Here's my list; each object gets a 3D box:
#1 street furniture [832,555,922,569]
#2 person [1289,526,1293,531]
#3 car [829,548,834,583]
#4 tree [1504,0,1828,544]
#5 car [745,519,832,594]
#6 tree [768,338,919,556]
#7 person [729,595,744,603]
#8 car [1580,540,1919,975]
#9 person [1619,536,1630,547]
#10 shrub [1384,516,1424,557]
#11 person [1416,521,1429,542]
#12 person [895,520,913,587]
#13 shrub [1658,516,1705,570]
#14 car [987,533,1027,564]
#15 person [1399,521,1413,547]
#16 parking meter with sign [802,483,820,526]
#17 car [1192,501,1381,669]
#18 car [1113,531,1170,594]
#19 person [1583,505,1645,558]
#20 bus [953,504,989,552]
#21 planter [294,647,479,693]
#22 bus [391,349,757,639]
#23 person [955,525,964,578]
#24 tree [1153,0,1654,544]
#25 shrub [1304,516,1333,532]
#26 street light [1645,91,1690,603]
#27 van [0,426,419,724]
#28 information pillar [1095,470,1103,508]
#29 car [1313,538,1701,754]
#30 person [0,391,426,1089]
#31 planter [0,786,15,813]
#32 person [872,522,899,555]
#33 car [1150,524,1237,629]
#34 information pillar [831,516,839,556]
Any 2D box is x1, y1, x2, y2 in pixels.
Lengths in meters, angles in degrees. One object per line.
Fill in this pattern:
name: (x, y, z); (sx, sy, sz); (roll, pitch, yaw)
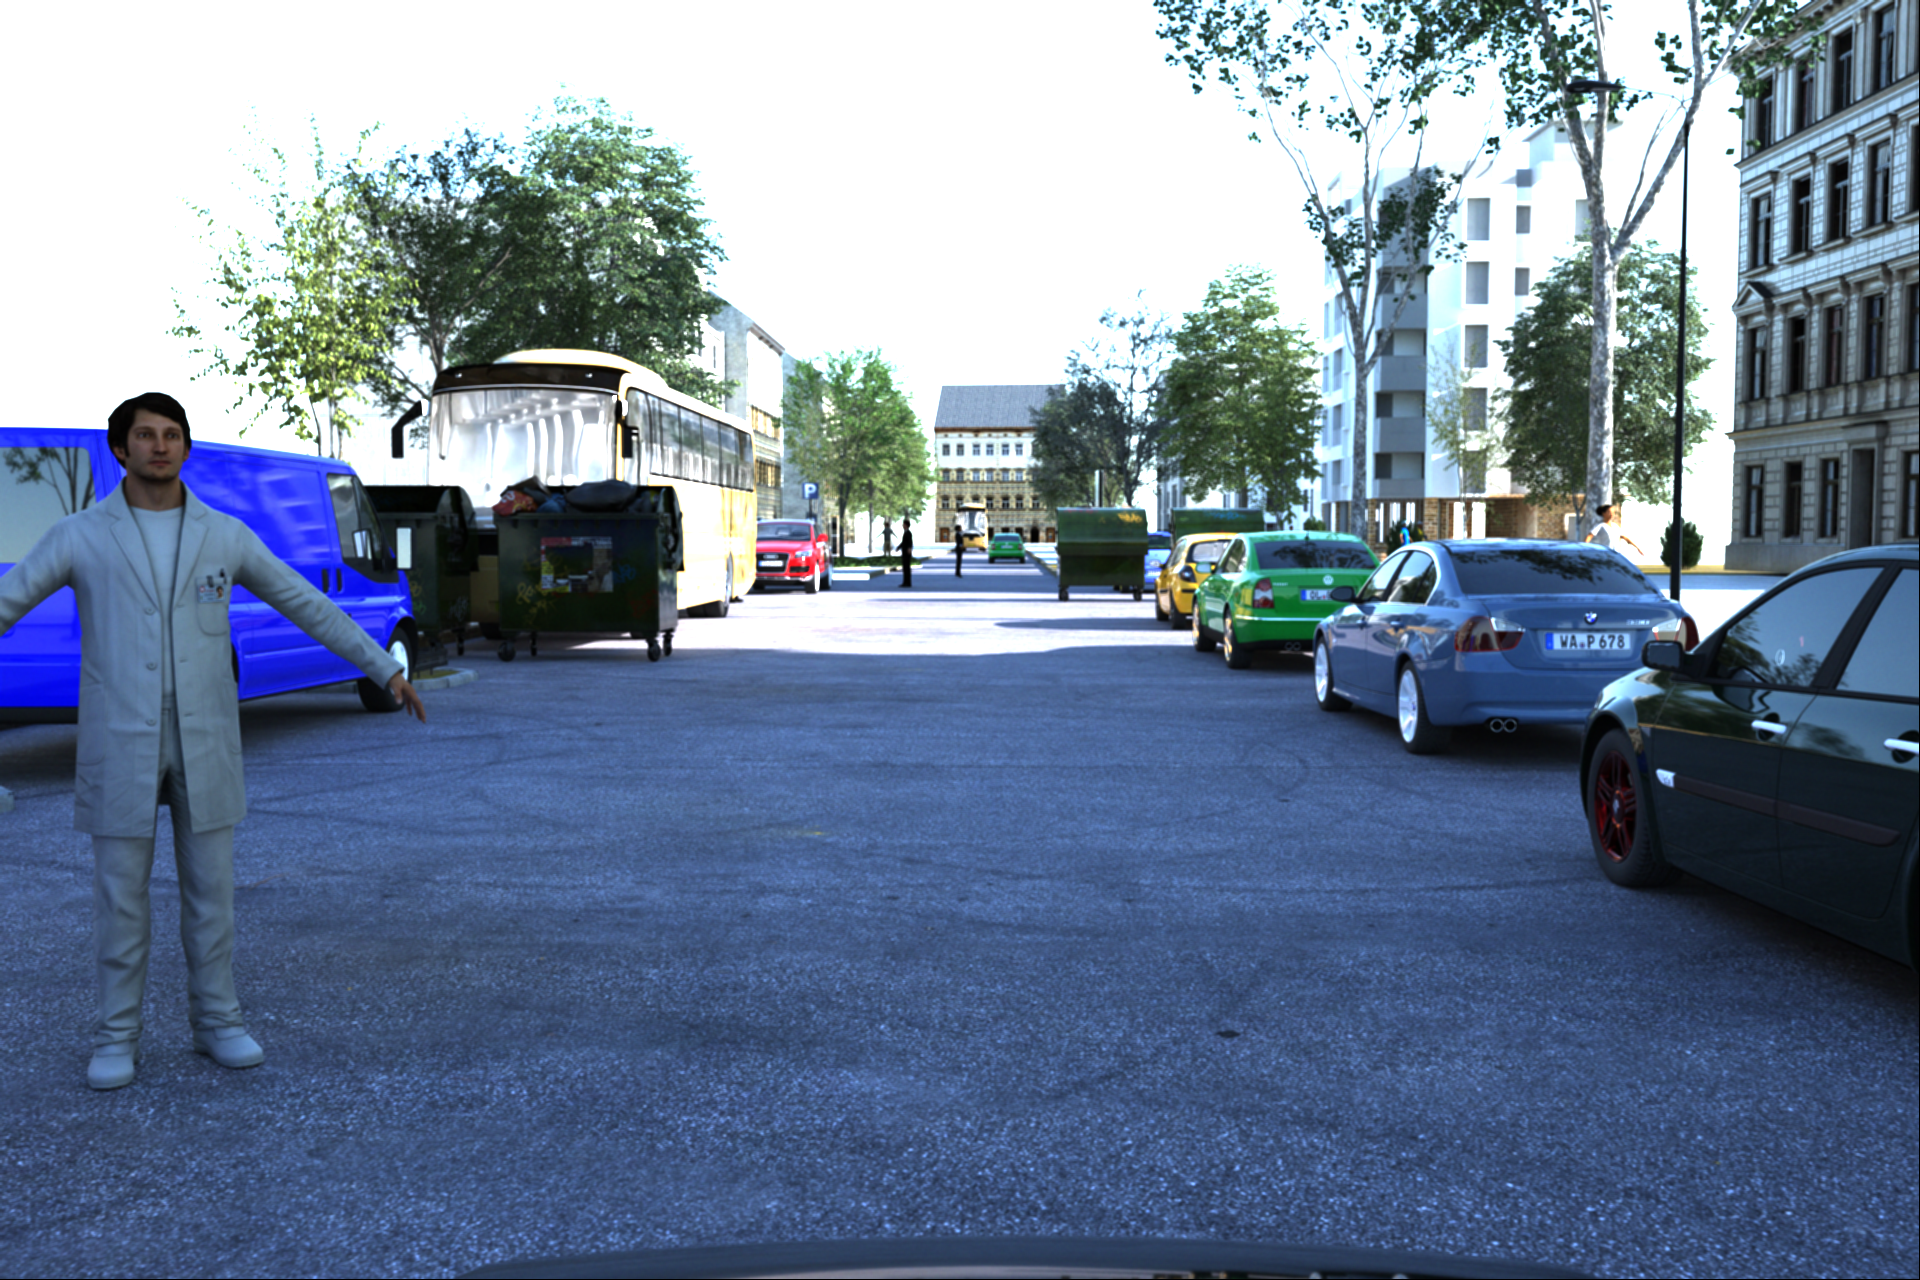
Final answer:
street furniture: (-6.631, -3.130, 66.809); (10.072, 0.657, 5.734); (0, 4, 6)
person: (18.084, -5.357, 94.300); (1.216, 1.740, 0.721); (-1, 4, -17)
car: (-4.645, -2.315, 49.859); (2.014, 1.417, 4.499); (0, 4, 1)
tree: (11.086, -10.394, 25.829); (12.611, 20.169, 13.585); (0, 3, 0)
car: (-4.380, -2.113, 43.223); (2.281, 1.827, 5.304); (0, 4, 1)
tree: (-6.072, -10.091, 90.747); (9.928, 11.665, 9.643); (0, 3, 0)
person: (-4.730, -1.710, 36.197); (0.705, 1.856, 1.354); (1, 4, 17)
car: (3.507, 0.242, 5.831); (2.009, 1.686, 4.222); (0, 4, 0)
person: (18.604, -2.675, 49.910); (1.345, 1.807, 0.704); (1, 4, 17)
shrub: (18.333, -4.103, 71.500); (1.690, 2.028, 1.600); (0, 3, 0)
person: (20.029, -4.245, 75.379); (0.705, 1.833, 1.349); (3, 5, 42)
person: (-1.473, -2.335, 46.821); (0.705, 1.806, 1.347); (-1, 4, -18)
shrub: (25.996, -3.548, 62.435); (1.690, 2.028, 1.600); (0, 3, 0)
car: (2.322, -4.690, 85.480); (1.959, 1.807, 4.718); (0, 4, 2)
person: (17.676, -3.833, 68.790); (0.704, 1.817, 1.347); (2, 4, 31)
parking meter with sign: (-5.081, -3.900, 60.019); (0.543, 3.016, 1.738); (0, 4, 2)
car: (3.738, -0.670, 19.757); (1.959, 1.807, 4.718); (0, 4, 0)
car: (4.718, -2.045, 43.026); (1.945, 1.707, 3.694); (0, 4, 1)
person: (10.046, -1.221, 26.729); (1.217, 1.739, 0.721); (-1, 4, -20)
bus: (1.007, -9.313, 143.820); (2.896, 3.916, 12.252); (0, 4, 1)
planter: (-5.741, 0.280, 16.569); (1.991, 0.319, 1.994); (0, 4, 2)
bus: (-5.251, -2.158, 26.836); (2.896, 3.916, 12.252); (0, 4, 1)
person: (0.041, -2.931, 57.104); (0.721, 1.740, 1.216); (0, 4, -1)
tree: (11.834, -11.538, 44.530); (12.611, 20.169, 13.585); (0, 3, 0)
shrub: (13.496, -3.776, 66.154); (1.690, 2.028, 1.600); (0, 3, 0)
street light: (7.971, -2.770, 17.835); (1.470, 5.913, 1.316); (0, 4, 1)
van: (-5.494, -0.481, 12.242); (2.240, 2.365, 5.245); (0, 4, 1)
information pillar: (5.144, -4.452, 64.105); (0.184, 3.620, 1.656); (0, 4, 0)
car: (3.787, -0.034, 12.558); (2.014, 1.417, 4.499); (0, 4, 0)
person: (-2.127, 0.246, 4.619); (1.347, 1.806, 0.705); (-2, 4, -34)
planter: (-5.926, 0.770, 8.550); (1.991, 0.319, 1.994); (0, 4, 1)
person: (-3.185, -4.226, 75.369); (1.348, 1.796, 0.705); (-2, 4, -32)
car: (4.057, -1.052, 27.431); (2.015, 1.641, 3.980); (0, 4, 2)
information pillar: (-5.131, -4.066, 70.978); (0.304, 2.012, 0.304); (0, 4, 2)
